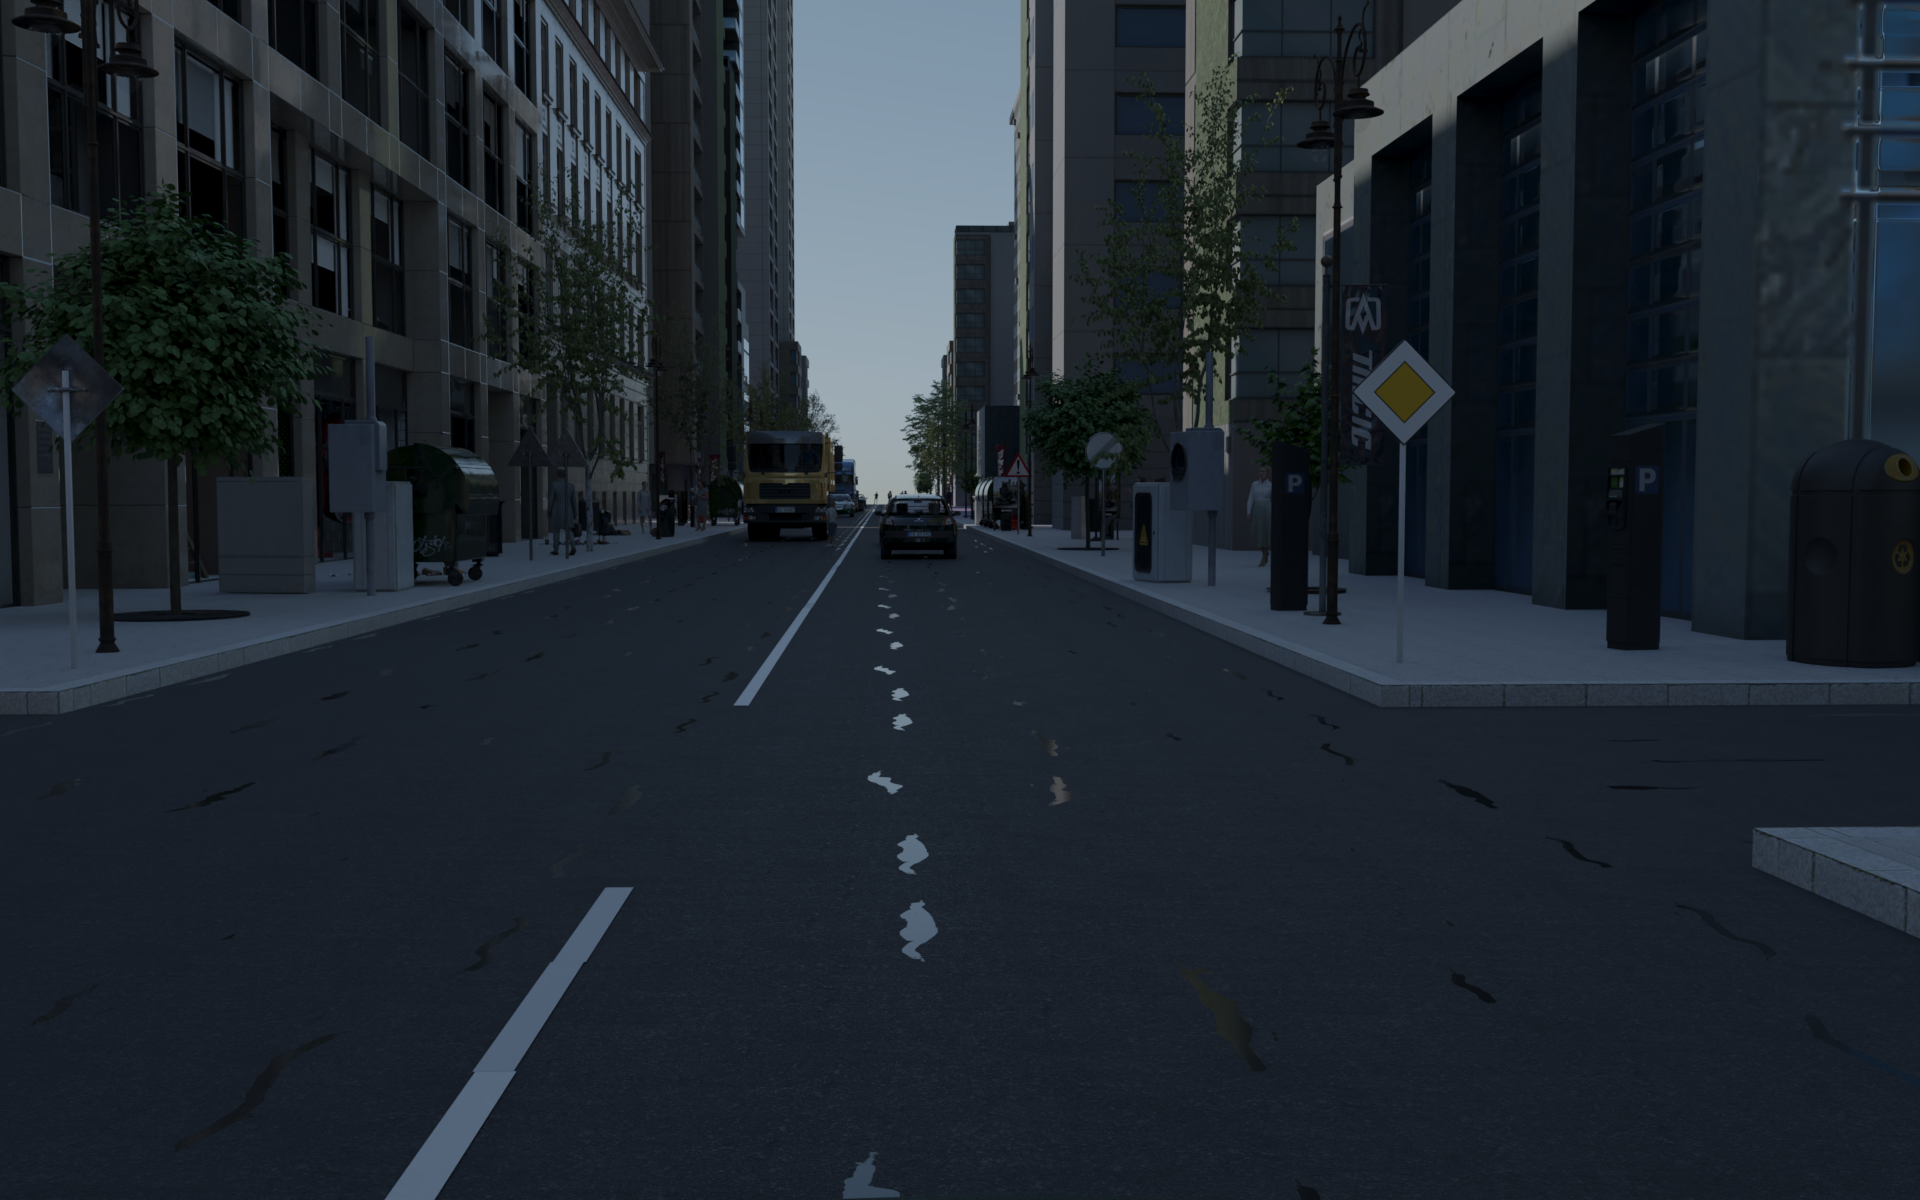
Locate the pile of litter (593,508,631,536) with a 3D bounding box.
[{"bbox_3d":[-10.880,-2.449,54.013,1.176,0.858,1.719,-1,4,-21],"label":"pile of litter"}]

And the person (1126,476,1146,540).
[{"bbox_3d":[4.925,-2.565,48.346,0.532,1.782,0.716,-1,4,-20],"label":"person"}]

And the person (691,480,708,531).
[{"bbox_3d":[-9.135,-3.307,60.465,0.716,1.782,0.532,3,5,40],"label":"person"}]

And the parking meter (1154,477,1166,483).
[{"bbox_3d":[6.691,-3.202,58.067,0.399,1.863,0.255,1,4,15],"label":"parking meter"}]

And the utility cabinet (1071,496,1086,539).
[{"bbox_3d":[3.441,-2.364,49.814,0.306,1.237,1.020,1,4,17],"label":"utility cabinet"}]

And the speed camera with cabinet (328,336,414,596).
[{"bbox_3d":[-7.656,-1.724,22.522,0.660,3.252,2.038,0,4,-4],"label":"speed camera with cabinet"}]

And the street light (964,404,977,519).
[{"bbox_3d":[0.598,-7.012,87.427,0.468,5.910,1.993,0,4,-2],"label":"street light"}]

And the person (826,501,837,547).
[{"bbox_3d":[-3.498,-2.072,47.063,0.332,1.250,0.352,0,4,4],"label":"person"}]

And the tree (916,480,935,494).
[{"bbox_3d":[-3.547,-12.089,192.249,1.663,3.219,1.824,0,3,0],"label":"tree"}]

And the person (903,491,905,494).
[{"bbox_3d":[-6.384,-11.755,200.559,0.709,1.838,0.599,-1,4,-10],"label":"person"}]

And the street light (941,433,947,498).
[{"bbox_3d":[-1.183,-9.530,128.596,0.468,5.910,1.993,0,4,-2],"label":"street light"}]

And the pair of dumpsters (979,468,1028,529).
[{"bbox_3d":[1.625,-3.814,64.847,1.574,2.255,4.437,0,4,-3],"label":"pair of dumpsters"}]

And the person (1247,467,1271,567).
[{"bbox_3d":[5.410,-1.505,30.883,0.478,1.798,0.641,2,4,32],"label":"person"}]

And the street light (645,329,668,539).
[{"bbox_3d":[-8.528,-4.649,48.805,0.468,5.910,1.993,0,4,-2],"label":"street light"}]

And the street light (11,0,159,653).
[{"bbox_3d":[-6.916,-2.513,13.875,0.468,5.910,1.993,0,4,-2],"label":"street light"}]

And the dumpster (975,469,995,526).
[{"bbox_3d":[1.402,-4.062,68.900,1.502,2.255,1.985,0,4,-2],"label":"dumpster"}]

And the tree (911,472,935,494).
[{"bbox_3d":[-5.008,-15.290,233.709,4.285,4.588,4.351,0,3,0],"label":"tree"}]

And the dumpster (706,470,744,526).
[{"bbox_3d":[-9.533,-4.159,70.494,1.502,2.255,1.985,0,4,-3],"label":"dumpster"}]

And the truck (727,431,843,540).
[{"bbox_3d":[-5.417,-3.654,55.661,3.469,3.379,9.791,0,4,-3],"label":"truck"}]

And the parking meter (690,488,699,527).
[{"bbox_3d":[-10.283,-3.595,67.187,0.372,1.533,0.369,0,3,0],"label":"parking meter"}]

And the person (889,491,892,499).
[{"bbox_3d":[-8.268,-12.082,206.137,0.705,1.812,1.348,0,4,-3],"label":"person"}]

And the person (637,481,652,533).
[{"bbox_3d":[-10.333,-3.037,56.702,0.512,1.701,0.522,-3,5,-41],"label":"person"}]

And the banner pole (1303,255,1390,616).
[{"bbox_3d":[4.075,-1.727,18.251,0.863,3.779,0.401,0,4,3],"label":"banner pole"}]

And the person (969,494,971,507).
[{"bbox_3d":[1.117,-9.721,168.903,0.415,1.643,0.593,-1,4,-13],"label":"person"}]

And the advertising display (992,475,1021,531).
[{"bbox_3d":[1.605,-3.345,59.903,0.974,1.923,0.123,1,4,12],"label":"advertising display"}]

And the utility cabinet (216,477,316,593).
[{"bbox_3d":[-8.958,-0.838,22.374,1.173,1.500,0.318,1,4,8],"label":"utility cabinet"}]

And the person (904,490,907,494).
[{"bbox_3d":[-5.746,-10.675,183.013,1.348,1.826,0.705,-1,4,-17],"label":"person"}]

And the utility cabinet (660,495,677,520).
[{"bbox_3d":[-14.652,-4.611,86.549,1.020,1.237,0.306,2,4,25],"label":"utility cabinet"}]

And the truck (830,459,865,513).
[{"bbox_3d":[-9.232,-9.106,138.639,2.967,4.110,18.799,0,4,-1],"label":"truck"}]

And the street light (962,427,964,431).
[{"bbox_3d":[0.321,-7.407,93.899,0.468,5.910,1.993,0,4,-2],"label":"street light"}]

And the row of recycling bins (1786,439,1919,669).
[{"bbox_3d":[8.098,-0.361,13.022,3.534,1.692,1.069,0,4,5],"label":"row of recycling bins"}]

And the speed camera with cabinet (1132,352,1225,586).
[{"bbox_3d":[3.107,-1.865,24.828,0.660,3.252,2.038,-1,4,-16],"label":"speed camera with cabinet"}]

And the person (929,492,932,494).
[{"bbox_3d":[-3.637,-12.602,212.746,0.621,1.740,0.551,-3,4,-36],"label":"person"}]

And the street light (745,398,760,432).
[{"bbox_3d":[-10.130,-6.792,83.844,0.468,5.910,1.993,0,4,-2],"label":"street light"}]

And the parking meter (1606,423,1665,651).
[{"bbox_3d":[5.561,-0.524,14.283,0.399,1.863,0.255,-1,4,-15],"label":"parking meter"}]

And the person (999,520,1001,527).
[{"bbox_3d":[1.667,-3.741,67.562,0.716,1.782,0.532,0,4,-5],"label":"person"}]

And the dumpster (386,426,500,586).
[{"bbox_3d":[-7.556,-1.363,24.787,1.502,2.255,1.985,0,4,-2],"label":"dumpster"}]

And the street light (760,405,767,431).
[{"bbox_3d":[-10.292,-7.157,89.802,0.468,5.910,1.993,0,4,-2],"label":"street light"}]

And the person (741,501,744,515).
[{"bbox_3d":[-13.461,-6.161,106.409,1.348,1.869,0.705,1,4,22],"label":"person"}]

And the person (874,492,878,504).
[{"bbox_3d":[-12.026,-14.596,247.594,0.683,1.767,0.568,-1,4,-16],"label":"person"}]

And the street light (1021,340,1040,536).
[{"bbox_3d":[2.116,-4.861,52.270,0.468,5.910,1.993,0,4,-2],"label":"street light"}]

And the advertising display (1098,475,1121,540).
[{"bbox_3d":[4.187,-2.656,48.637,0.123,1.923,0.974,-2,4,-29],"label":"advertising display"}]

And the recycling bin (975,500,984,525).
[{"bbox_3d":[0.996,-3.619,71.731,0.722,1.027,0.722,0,4,-3],"label":"recycling bin"}]

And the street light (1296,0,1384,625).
[{"bbox_3d":[3.668,-2.698,16.903,0.468,5.910,1.993,0,4,-2],"label":"street light"}]

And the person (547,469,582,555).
[{"bbox_3d":[-8.324,-1.843,36.283,0.694,1.812,0.767,-3,4,-36],"label":"person"}]

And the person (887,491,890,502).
[{"bbox_3d":[-8.775,-12.813,217.868,0.709,1.838,0.599,3,5,42],"label":"person"}]

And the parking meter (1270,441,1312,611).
[{"bbox_3d":[3.648,-0.818,19.085,0.399,1.863,0.255,-1,4,-11],"label":"parking meter"}]

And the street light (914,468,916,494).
[{"bbox_3d":[-6.395,-16.793,247.348,0.468,5.910,1.993,0,4,-2],"label":"street light"}]

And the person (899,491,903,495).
[{"bbox_3d":[-6.268,-10.798,185.487,0.683,1.767,0.568,1,4,10],"label":"person"}]

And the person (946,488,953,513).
[{"bbox_3d":[-0.756,-6.569,114.365,0.530,1.710,0.541,-2,4,-28],"label":"person"}]
